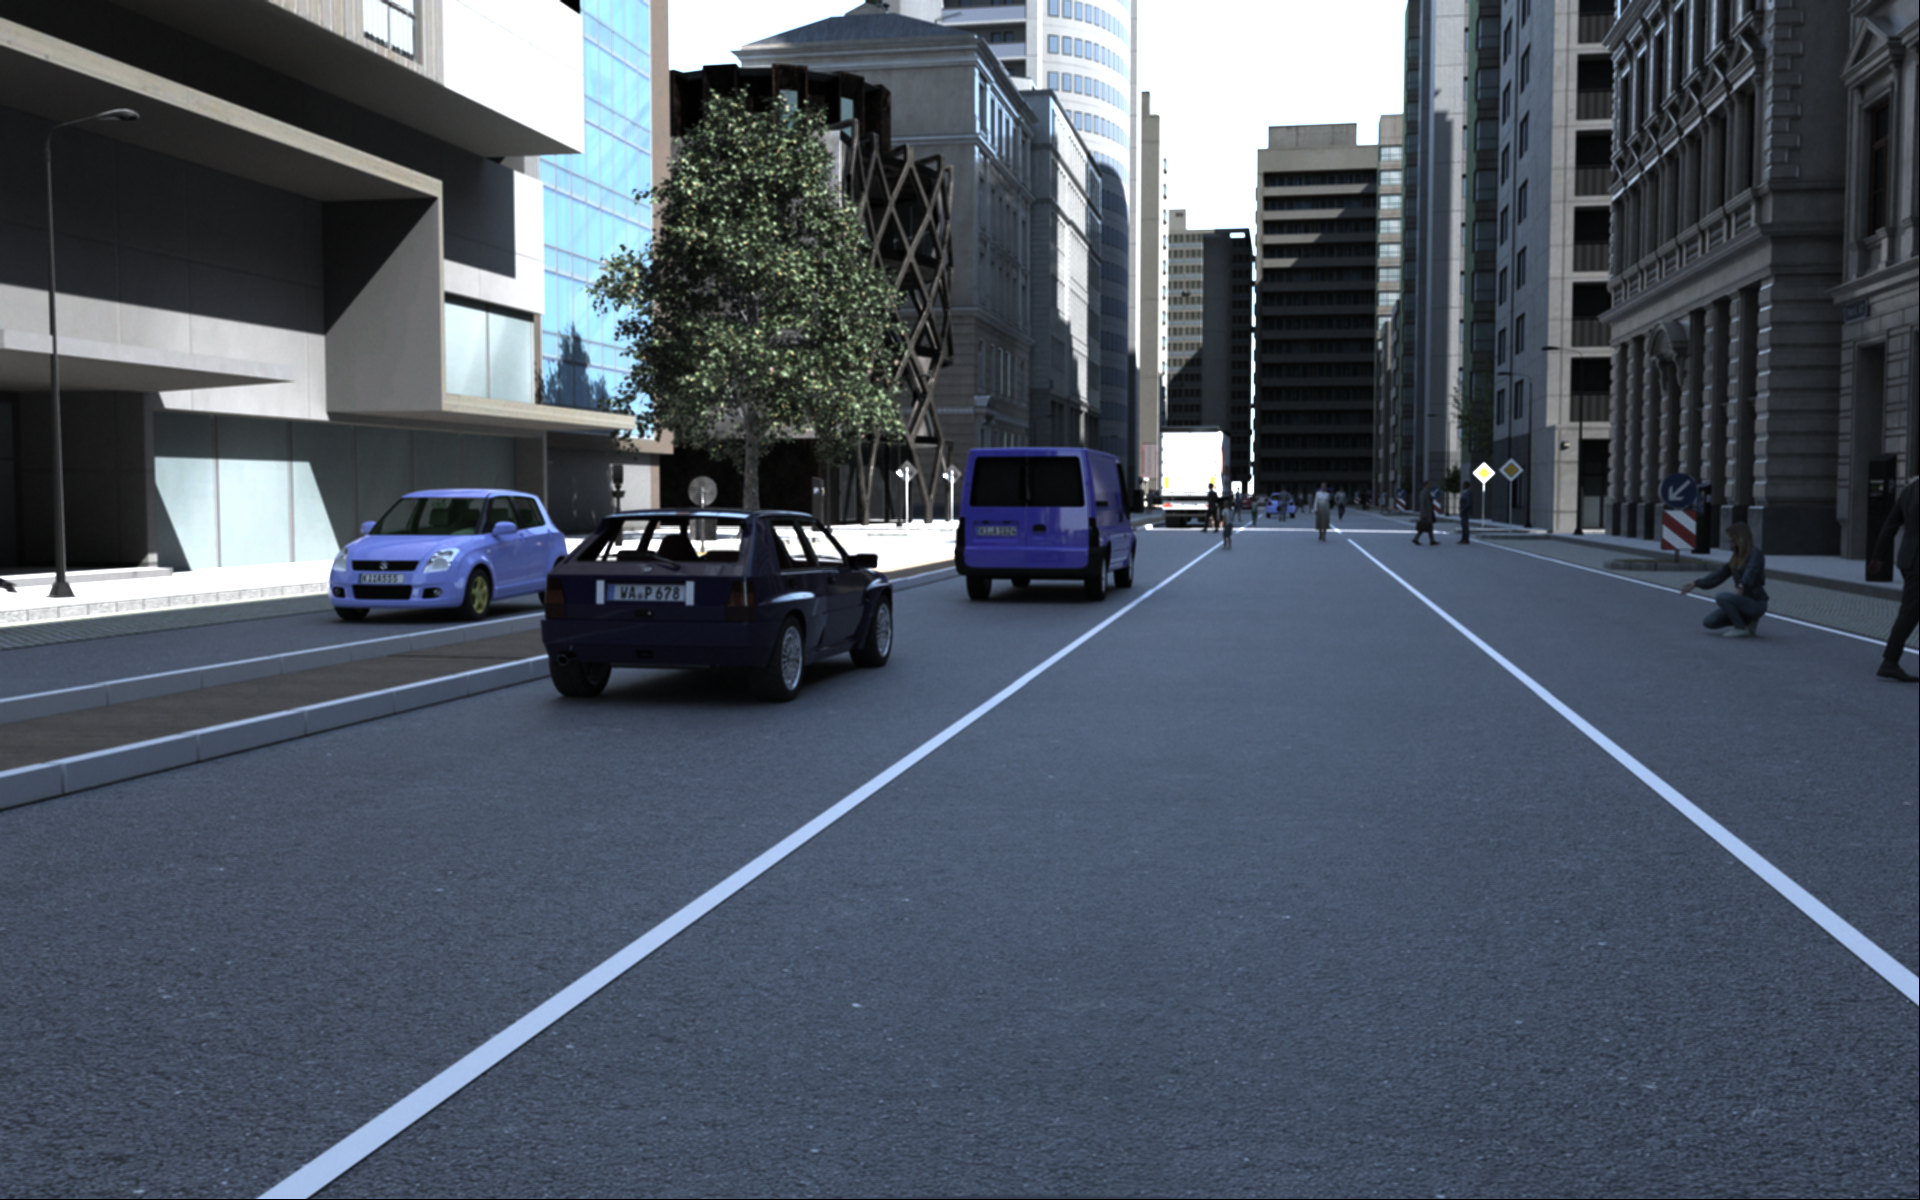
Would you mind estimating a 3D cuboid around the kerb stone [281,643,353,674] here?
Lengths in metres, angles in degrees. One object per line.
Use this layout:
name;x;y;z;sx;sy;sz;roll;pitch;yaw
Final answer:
kerb stone;-5.320;0.489;14.200;0.120;0.150;1.000;1;4;11

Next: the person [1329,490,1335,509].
person;34.636;-9.378;161.822;1.348;1.826;0.705;2;4;34

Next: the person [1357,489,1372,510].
person;36.748;-9.121;157.263;1.348;1.869;0.705;1;4;23

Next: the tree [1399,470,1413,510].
tree;35.874;-8.813;138.689;1.663;3.219;1.824;0;3;0

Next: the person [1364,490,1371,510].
person;36.137;-8.870;153.967;0.683;1.767;0.568;-2;4;-25

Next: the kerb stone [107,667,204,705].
kerb stone;-5.704;0.612;12.186;0.120;0.150;1.000;1;4;11

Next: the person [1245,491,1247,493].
person;30.746;-10.819;186.185;1.217;1.735;0.721;1;4;17

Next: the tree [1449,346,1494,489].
tree;25.839;-8.150;83.616;4.737;8.622;4.395;0;3;0

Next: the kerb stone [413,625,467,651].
kerb stone;-4.931;0.368;16.206;0.120;0.150;1.000;1;4;11

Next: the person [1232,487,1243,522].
person;14.474;-5.005;90.349;0.581;1.822;0.654;-2;4;-30

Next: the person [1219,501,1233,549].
person;6.904;-1.941;44.914;0.332;1.250;0.352;0;4;-6

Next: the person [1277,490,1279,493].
person;33.952;-10.794;184.920;1.348;1.831;0.705;-1;4;-22

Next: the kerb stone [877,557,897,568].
kerb stone;-1.460;-0.741;34.336;0.120;0.150;1.000;1;4;11

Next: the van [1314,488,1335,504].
van;39.714;-11.269;188.633;2.240;2.365;5.245;1;4;11

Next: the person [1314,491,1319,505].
person;36.541;-10.217;176.062;1.217;1.766;0.721;2;4;32

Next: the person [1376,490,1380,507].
person;42.730;-10.441;177.473;0.721;1.743;1.217;1;4;10

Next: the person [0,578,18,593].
person;-10.056;-0.212;17.458;1.012;1.151;0.738;-1;4;-21

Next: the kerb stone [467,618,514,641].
kerb stone;-4.739;0.305;17.215;0.120;0.150;1.000;1;4;11

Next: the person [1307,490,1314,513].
person;26.220;-7.356;129.524;0.466;1.731;0.760;0;4;2

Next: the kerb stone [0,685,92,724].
kerb stone;-5.899;0.678;11.182;0.120;0.150;1.000;1;4;11

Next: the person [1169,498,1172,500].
person;20.731;-9.795;169.198;0.990;1.755;0.434;-2;4;-30

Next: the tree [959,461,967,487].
tree;0.869;-5.552;85.374;1.663;3.219;1.824;0;3;0

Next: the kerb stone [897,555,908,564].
kerb stone;-1.276;-0.801;35.341;0.120;0.150;1.000;1;4;11

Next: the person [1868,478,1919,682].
person;7.419;-0.302;13.223;0.755;1.850;0.659;1;4;11

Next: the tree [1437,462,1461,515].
tree;30.571;-6.869;106.910;1.663;3.219;1.824;0;3;0

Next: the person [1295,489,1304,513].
person;26.346;-7.682;134.203;0.850;1.850;0.679;3;5;39

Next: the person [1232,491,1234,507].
person;31.254;-11.621;198.470;0.705;1.831;1.348;1;4;17

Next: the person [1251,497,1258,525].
person;13.433;-4.055;79.048;0.306;1.304;0.590;1;4;14

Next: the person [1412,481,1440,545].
person;13.137;-2.453;48.711;0.767;1.812;0.694;2;4;28

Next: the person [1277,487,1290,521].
person;17.166;-5.089;91.828;0.709;1.813;0.853;1;4;17

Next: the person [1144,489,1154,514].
person;13.678;-7.144;125.666;0.716;1.782;0.532;1;4;20

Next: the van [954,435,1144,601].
van;1.378;-1.264;25.052;2.240;2.365;5.245;1;4;12

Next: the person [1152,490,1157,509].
person;18.348;-9.492;163.558;0.599;1.838;0.709;-3;5;-40

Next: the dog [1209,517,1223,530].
dog;10.377;-3.096;69.901;0.540;0.507;0.406;-1;4;-20

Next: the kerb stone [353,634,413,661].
kerb stone;-5.128;0.428;15.203;0.120;0.150;1.000;1;4;11

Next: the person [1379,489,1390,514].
person;30.633;-7.124;125.076;0.778;1.811;0.616;0;4;-3

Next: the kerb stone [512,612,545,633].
kerb stone;-4.551;0.243;18.220;0.120;0.150;1.000;1;4;11

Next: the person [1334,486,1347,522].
person;19.860;-5.020;90.419;0.661;1.843;0.795;0;4;-6

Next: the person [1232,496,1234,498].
person;23.457;-8.629;150.405;0.721;1.723;1.217;-3;4;-36

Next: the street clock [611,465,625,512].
street clock;-8.374;-2.317;42.447;0.358;2.002;0.471;0;4;-8

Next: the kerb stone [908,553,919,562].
kerb stone;-1.079;-0.865;36.344;0.120;0.150;1.000;1;4;11

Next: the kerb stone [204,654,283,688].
kerb stone;-5.516;0.553;13.191;0.120;0.150;1.000;1;4;11

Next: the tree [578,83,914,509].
tree;-5.797;-8.043;48.519;9.611;12.733;9.660;0;3;0

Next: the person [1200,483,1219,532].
person;9.369;-3.462;64.878;0.755;1.850;0.659;3;5;45
